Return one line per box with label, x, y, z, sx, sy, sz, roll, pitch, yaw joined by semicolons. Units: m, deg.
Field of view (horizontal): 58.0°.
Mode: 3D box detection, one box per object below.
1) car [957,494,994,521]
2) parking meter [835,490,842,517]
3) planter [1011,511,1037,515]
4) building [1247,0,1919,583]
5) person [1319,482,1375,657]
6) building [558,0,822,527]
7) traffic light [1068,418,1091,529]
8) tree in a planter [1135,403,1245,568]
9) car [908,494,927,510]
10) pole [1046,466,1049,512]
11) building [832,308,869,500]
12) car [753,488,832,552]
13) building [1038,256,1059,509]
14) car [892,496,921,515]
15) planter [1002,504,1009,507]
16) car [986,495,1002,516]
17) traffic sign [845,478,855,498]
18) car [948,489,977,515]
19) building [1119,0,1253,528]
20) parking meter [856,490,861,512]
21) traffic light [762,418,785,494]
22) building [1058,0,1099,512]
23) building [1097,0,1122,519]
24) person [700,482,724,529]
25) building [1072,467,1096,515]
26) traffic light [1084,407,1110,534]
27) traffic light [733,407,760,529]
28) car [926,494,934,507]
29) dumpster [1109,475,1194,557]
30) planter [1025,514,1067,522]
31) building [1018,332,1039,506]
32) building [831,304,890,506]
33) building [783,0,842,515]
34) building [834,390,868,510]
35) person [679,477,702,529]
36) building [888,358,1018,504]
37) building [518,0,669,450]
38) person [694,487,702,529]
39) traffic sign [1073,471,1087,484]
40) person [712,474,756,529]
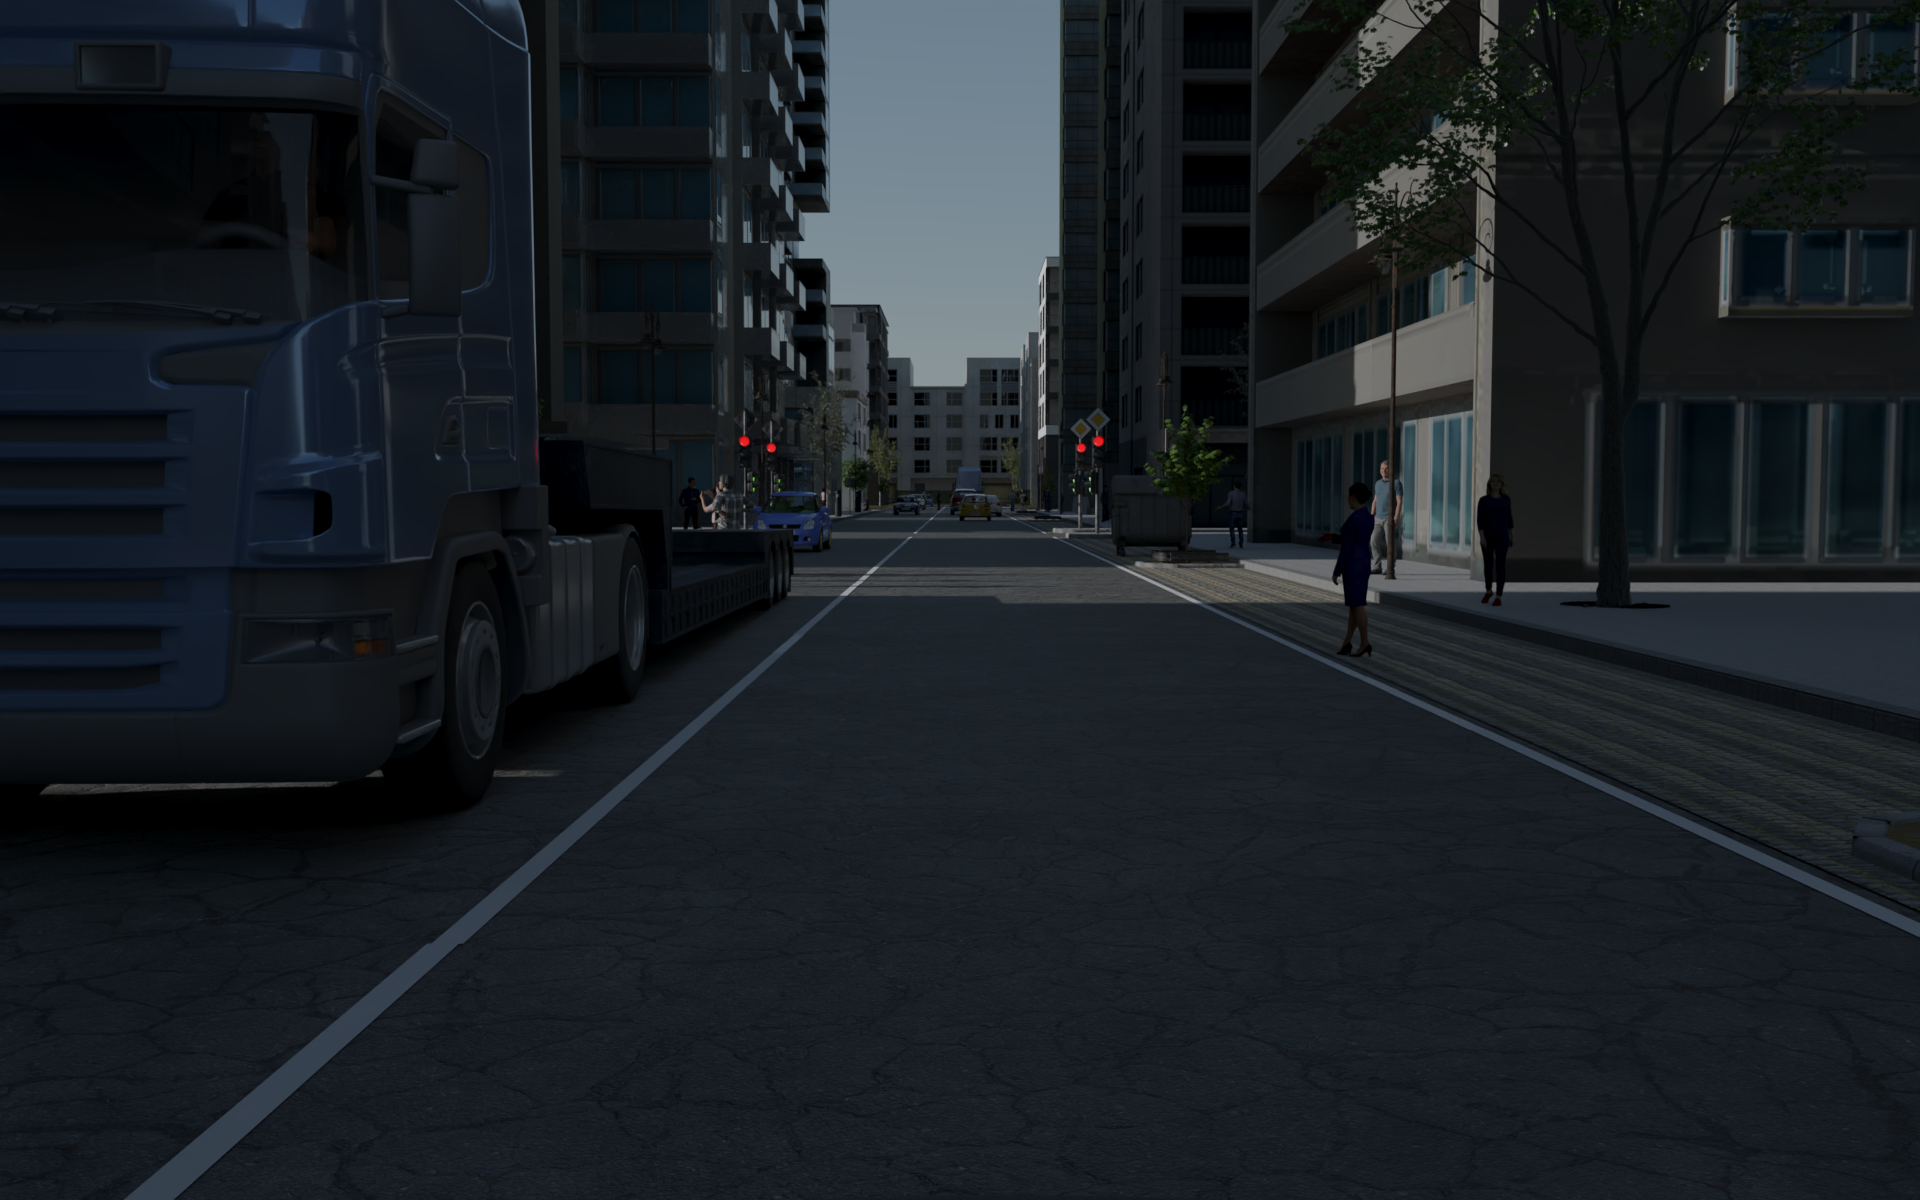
car;0.844;-5.112;93.803;2.015;1.641;3.980;0;4;2
parking meter;-6.878;-5.470;97.843;0.372;1.533;0.369;0;3;0
planter;4.471;-5.896;117.532;1.991;0.319;1.994;0;3;0
building;18.278;-25.098;34.047;21.300;48.544;21.600;0;3;0
person;3.371;-0.266;15.227;0.546;1.535;0.453;2;4;24
building;-18.915;-28.078;78.684;23.786;49.044;30.456;0;3;0
traffic light;4.450;-4.603;64.175;0.839;4.253;0.868;0;3;0
tree in a planter;4.495;-2.261;34.192;1.991;3.239;1.994;0;3;0
car;-4.049;-8.798;155.642;2.131;1.459;4.920;0;4;-2
pole;6.394;-8.103;126.320;0.158;3.312;0.155;0;3;0
building;-17.077;-19.399;173.585;16.016;20.091;11.380;0;3;0
car;-4.222;-2.094;43.834;1.945;1.707;3.694;0;4;1
building;21.307;-19.660;165.421;27.936;21.610;32.646;0;3;0
car;-3.659;-6.498;118.828;1.945;1.354;3.894;0;4;1
planter;4.462;-10.514;193.047;1.991;0.319;1.994;0;3;0
car;1.732;-6.097;112.040;2.083;1.381;4.827;0;4;-1
traffic sign;-7.084;-6.688;111.482;0.606;2.300;0.079;0;4;0
car;0.335;-6.807;119.960;2.281;1.827;5.304;0;3;0
building;17.973;-38.808;72.758;20.611;71.187;20.563;0;3;0
parking meter;-7.128;-6.928;121.683;0.372;1.533;0.369;0;3;0
traffic light;-6.931;-4.602;64.157;0.839;4.253;0.868;0;3;0
building;14.477;-27.417;131.860;14.154;41.232;14.086;0;3;0
building;14.321;-19.702;93.833;14.160;30.474;14.107;0;3;0
person;-4.002;-1.137;28.554;0.517;1.644;0.566;-1;4;-16
building;23.962;-25.750;112.889;32.217;40.220;23.993;0;3;0
traffic light;4.452;-4.114;56.190;0.839;4.253;0.868;0;3;0
traffic light;-6.929;-4.113;56.172;0.839;4.253;0.868;0;3;0
car;-3.980;-11.529;200.501;2.014;1.417;4.499;0;4;0
dumpster;4.381;-1.926;39.714;1.865;1.857;1.264;0;4;0
planter;4.492;-4.186;89.581;1.991;0.319;1.994;0;3;0
building;15.825;-20.248;197.510;16.747;18.905;31.486;0;3;0
building;-24.901;-21.804;200.475;32.646;21.610;27.936;0;3;0
building;-18.979;-49.208;117.216;22.319;86.520;31.000;0;3;0
building;-12.755;-12.960;154.048;9.099;9.664;28.070;0;3;0
person;-7.380;-2.500;47.618;0.576;1.737;0.504;-3;4;-37
building;0.871;-22.395;232.608;31.486;18.905;16.747;0;3;0
building;-23.733;-23.779;43.412;28.867;44.769;22.147;0;3;0
person;-9.773;-3.400;63.901;0.482;1.546;0.388;1;4;8
traffic sign;6.156;-5.435;88.973;0.768;2.556;0.104;0;4;6
person;-3.553;-1.073;26.766;0.841;1.734;0.376;-3;5;-44
